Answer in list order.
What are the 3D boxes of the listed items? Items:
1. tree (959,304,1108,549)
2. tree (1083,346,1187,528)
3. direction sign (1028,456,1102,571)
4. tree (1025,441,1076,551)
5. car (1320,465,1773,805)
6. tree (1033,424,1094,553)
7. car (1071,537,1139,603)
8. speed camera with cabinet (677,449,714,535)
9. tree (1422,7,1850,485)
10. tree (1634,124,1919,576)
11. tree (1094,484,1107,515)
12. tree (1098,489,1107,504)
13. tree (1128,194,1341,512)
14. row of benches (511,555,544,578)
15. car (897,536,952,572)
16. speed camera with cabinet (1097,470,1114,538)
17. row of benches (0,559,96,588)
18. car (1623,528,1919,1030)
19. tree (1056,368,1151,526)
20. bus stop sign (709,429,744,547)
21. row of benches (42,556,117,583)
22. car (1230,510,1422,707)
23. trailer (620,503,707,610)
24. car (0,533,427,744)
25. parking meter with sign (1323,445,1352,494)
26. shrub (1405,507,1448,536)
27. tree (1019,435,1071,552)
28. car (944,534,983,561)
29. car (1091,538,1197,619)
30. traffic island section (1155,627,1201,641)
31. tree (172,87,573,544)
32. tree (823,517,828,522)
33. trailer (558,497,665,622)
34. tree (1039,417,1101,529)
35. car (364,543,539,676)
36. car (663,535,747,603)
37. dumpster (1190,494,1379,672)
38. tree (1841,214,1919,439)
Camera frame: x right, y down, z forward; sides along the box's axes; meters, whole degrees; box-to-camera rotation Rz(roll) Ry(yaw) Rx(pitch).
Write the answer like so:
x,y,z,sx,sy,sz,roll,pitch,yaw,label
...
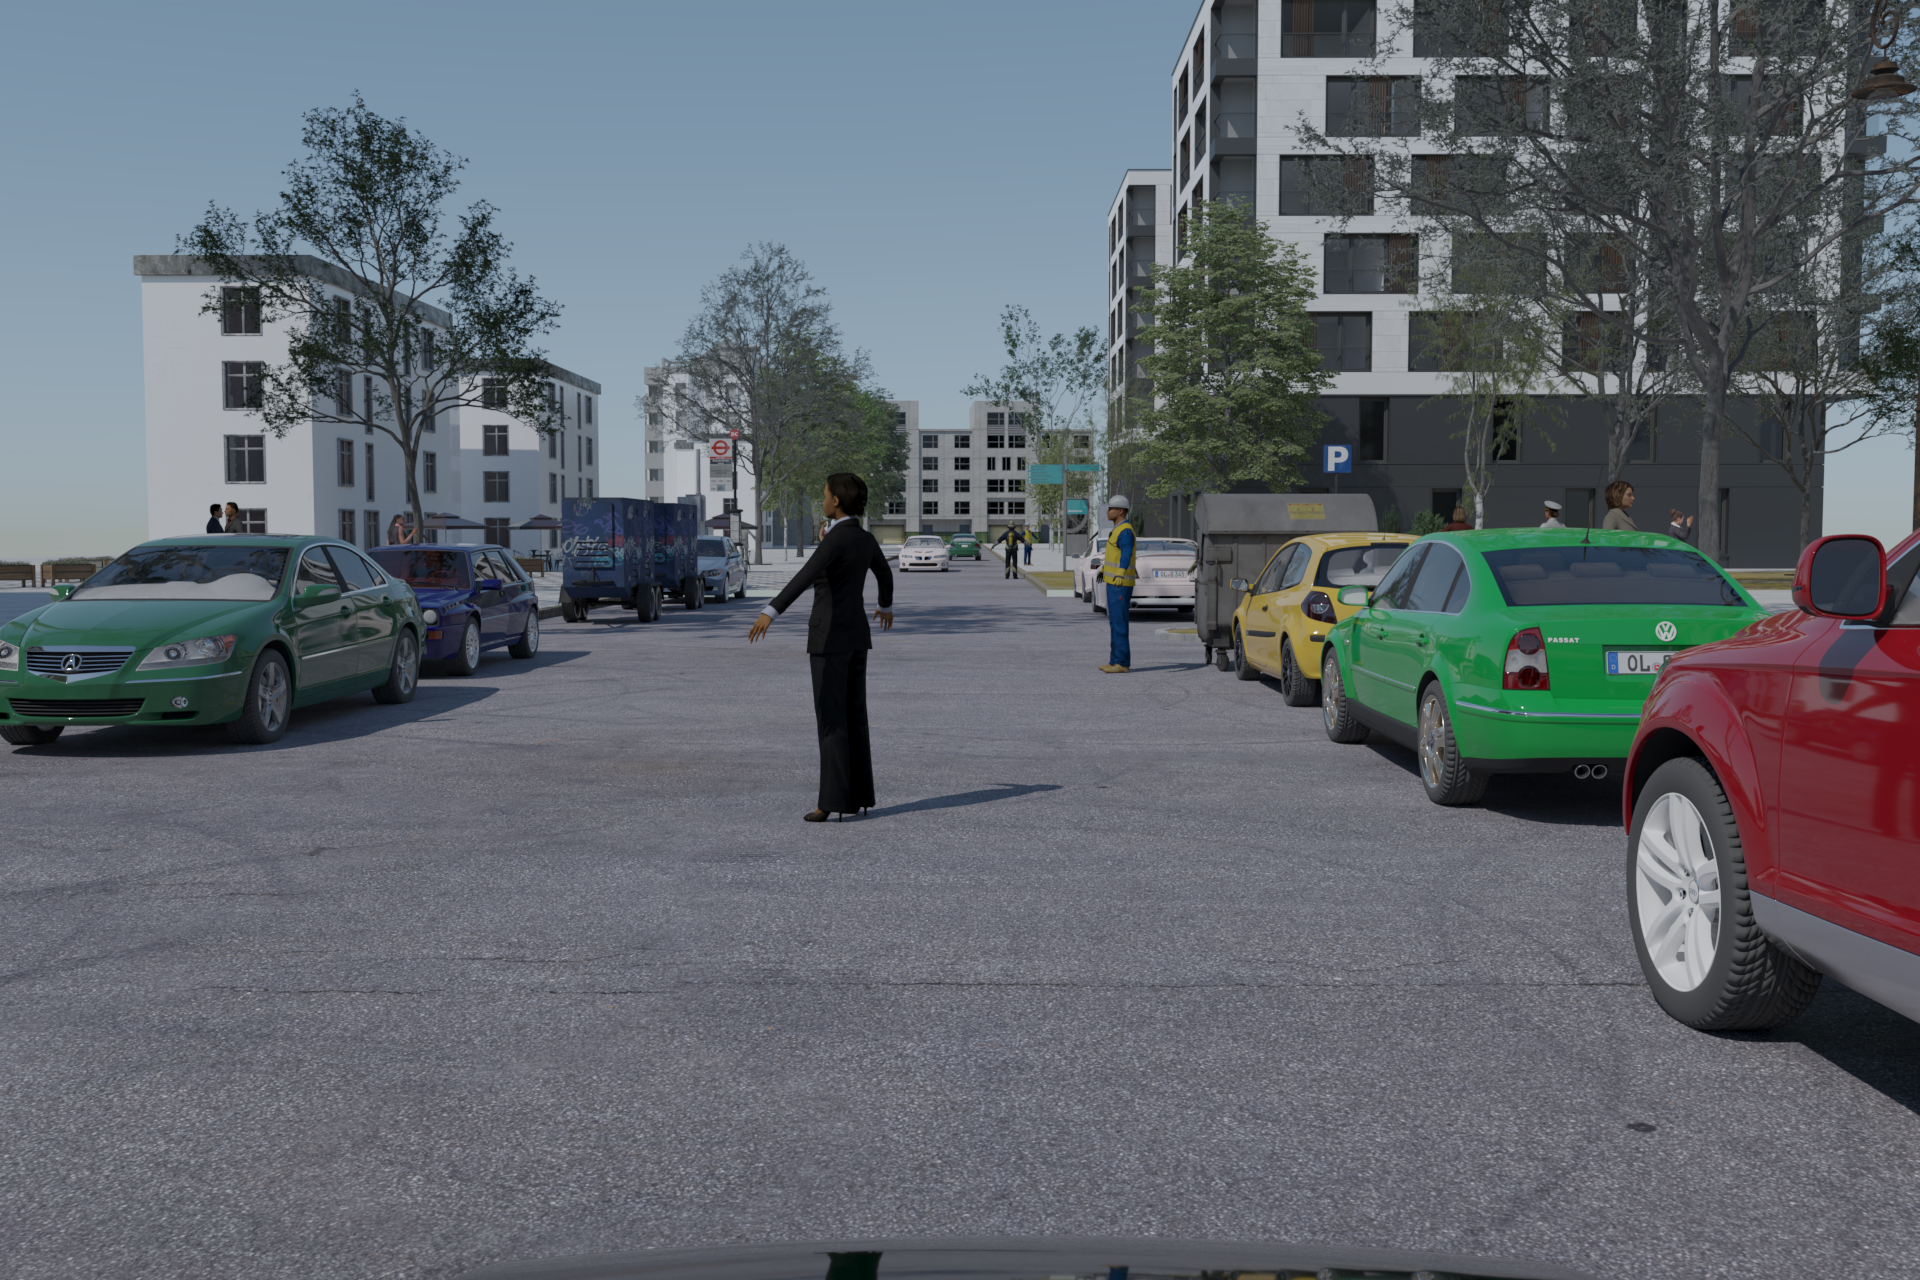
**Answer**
x,y,z,sx,sy,sz,roll,pitch,yaw,label
6.252,-17.637,144.258,12.611,20.169,13.585,0,3,0,tree
6.644,-7.200,68.079,4.360,8.622,3.978,0,3,0,tree
3.586,-4.284,58.802,2.525,3.948,1.411,0,4,0,direction sign
7.007,-11.212,133.685,4.737,8.622,4.395,0,3,0,tree
3.399,-0.105,10.505,1.959,1.807,4.718,0,4,1,car
6.912,-10.152,116.346,4.737,8.622,4.395,0,3,0,tree
3.488,-1.540,37.538,2.083,1.381,4.827,0,3,0,car
-6.264,-2.854,40.999,0.660,3.252,2.038,0,4,0,speed camera with cabinet
15.587,-7.977,40.786,12.009,13.543,11.850,0,3,0,tree
25.781,-8.704,52.688,12.009,13.543,11.850,0,3,0,tree
20.393,-17.501,236.510,4.360,8.622,3.978,0,3,0,tree
20.565,-17.245,232.318,4.737,8.622,4.395,0,3,0,tree
9.200,-8.587,58.528,7.486,12.596,7.792,0,3,0,tree
-13.772,-2.093,49.682,1.422,0.672,4.104,3,4,38,row of benches
-1.364,-3.312,66.512,2.083,1.381,4.827,0,3,0,car
4.618,-3.601,53.206,0.660,3.252,2.038,0,4,-1,speed camera with cabinet
-22.668,-1.583,41.349,1.422,0.672,4.104,3,4,39,row of benches
3.108,0.321,3.417,2.281,1.827,5.304,0,4,-1,car
6.821,-7.718,76.559,4.360,8.622,3.978,0,3,0,tree
-5.954,-3.394,44.190,0.855,3.939,0.416,0,4,2,bus stop sign
-24.012,-1.965,47.593,1.422,0.672,4.104,0,4,-5,row of benches
3.558,-0.341,15.796,2.015,1.641,3.980,0,4,0,car
-5.694,-1.551,32.408,1.471,1.999,3.904,0,4,0,trailer
-5.592,-0.093,13.315,2.131,1.459,4.920,0,4,0,car
7.355,-2.250,33.056,0.543,3.016,1.738,0,4,0,parking meter with sign
12.872,-2.652,47.784,1.690,2.028,1.600,0,3,0,shrub
6.555,-10.750,126.129,4.737,8.622,4.395,0,3,0,tree
0.206,-5.030,94.034,2.131,1.459,4.920,0,4,-1,car
3.368,-1.094,30.248,2.083,1.381,4.827,0,4,-1,car
3.736,-0.073,24.055,1.991,0.108,1.994,0,4,1,traffic island section
-11.714,-6.254,36.667,7.601,10.594,8.767,1,4,21,tree
-20.050,-19.313,233.899,7.486,12.596,7.792,0,3,0,tree
-5.696,-1.259,27.636,1.471,1.999,3.904,0,3,0,trailer
7.029,-9.671,108.490,4.360,8.622,3.978,0,3,0,tree
-5.775,-0.374,18.690,1.945,1.354,3.894,0,3,0,car
-5.668,-1.553,37.393,2.014,1.417,4.499,0,4,1,car
3.439,-0.628,18.489,1.865,1.857,1.264,0,4,1,dumpster
24.665,-6.509,40.835,7.601,10.594,8.767,0,4,3,tree
